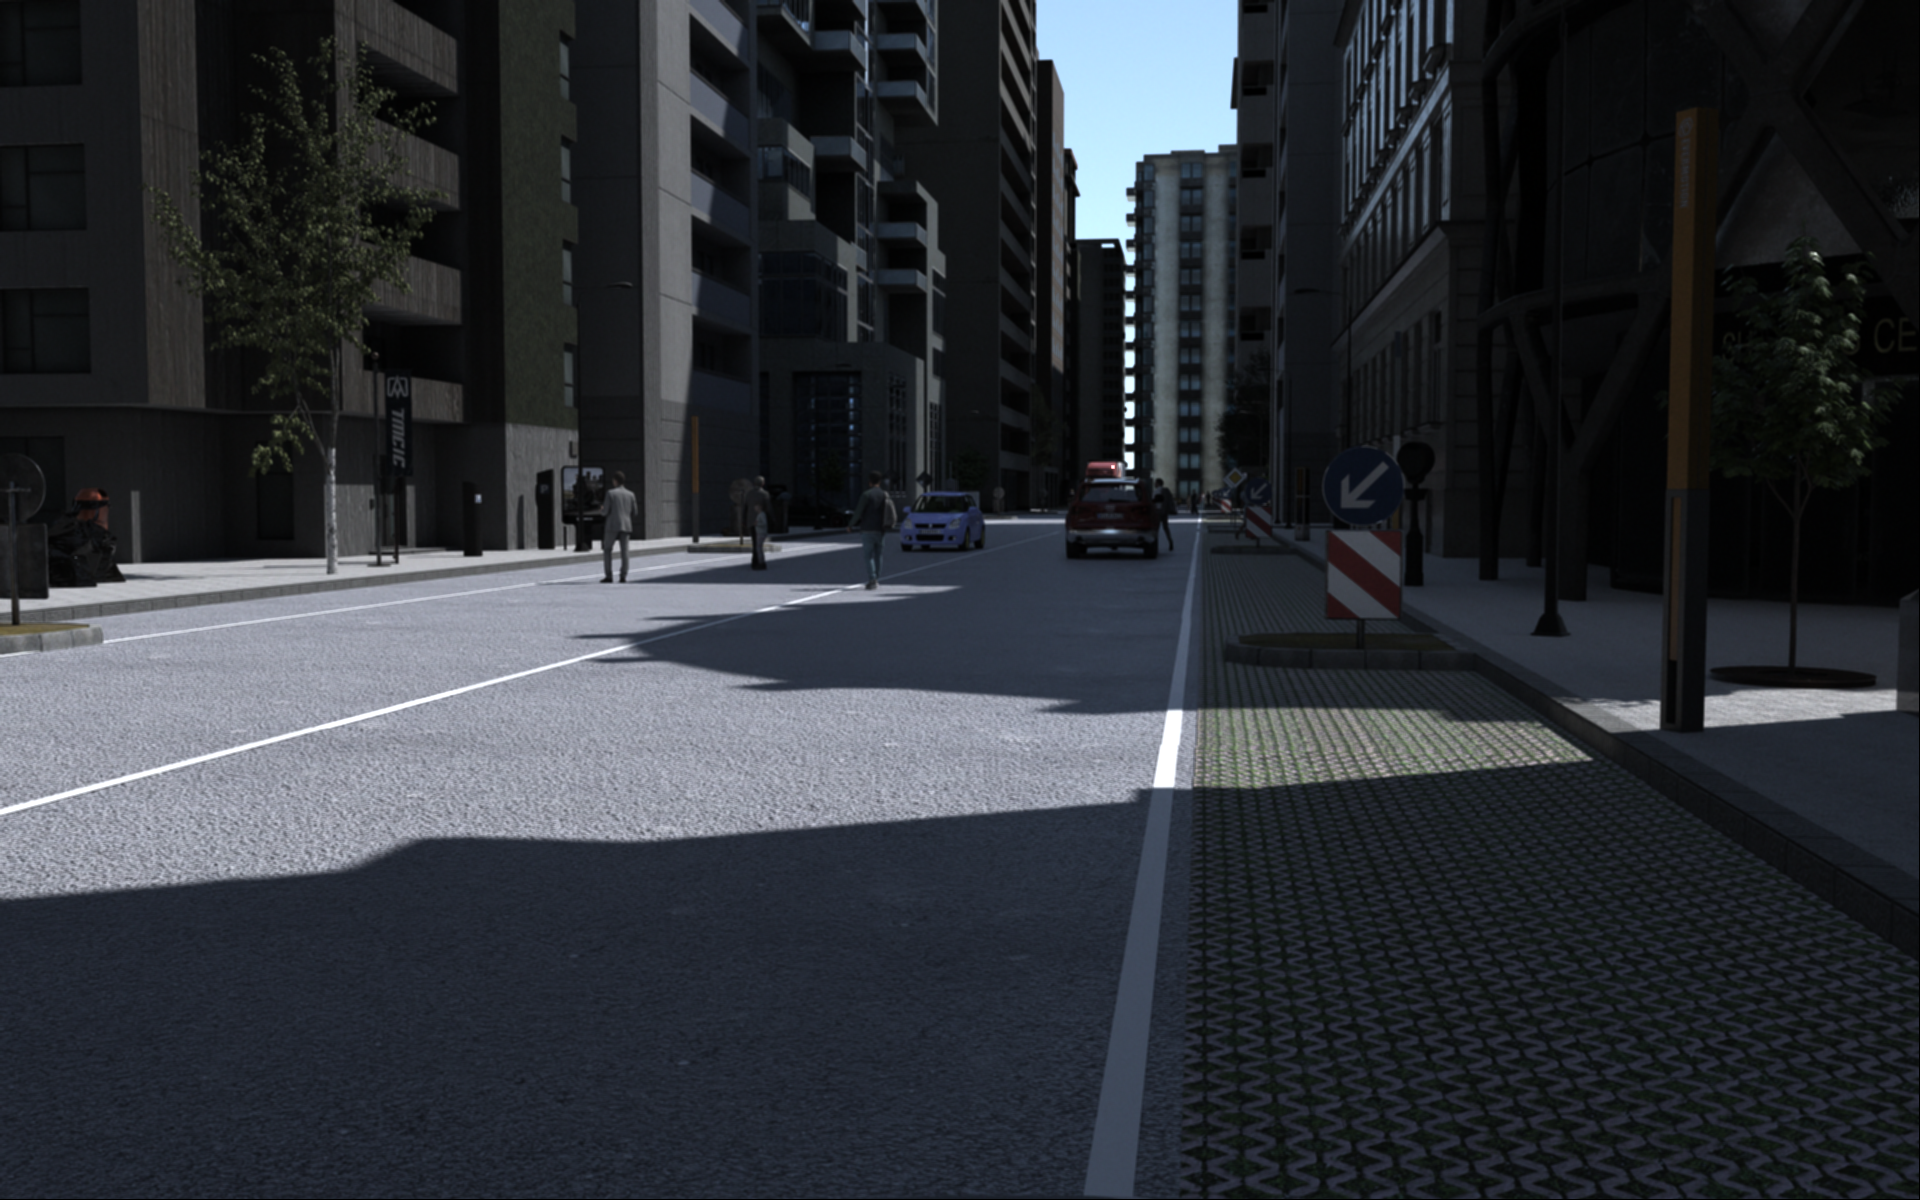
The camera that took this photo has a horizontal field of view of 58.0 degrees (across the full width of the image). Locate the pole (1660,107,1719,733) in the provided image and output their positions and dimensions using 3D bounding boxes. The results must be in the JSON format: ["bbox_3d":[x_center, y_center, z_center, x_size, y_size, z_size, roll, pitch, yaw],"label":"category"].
[{"bbox_3d":[3.915,-0.945,9.296,0.158,3.312,0.155,0,3,0],"label":"pole"}]

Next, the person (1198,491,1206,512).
[{"bbox_3d":[19.794,-8.091,141.625,0.563,1.720,0.643,-1,4,-21],"label":"person"}]

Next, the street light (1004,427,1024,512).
[{"bbox_3d":[3.730,-9.070,120.832,1.470,5.913,1.316,0,4,8],"label":"street light"}]

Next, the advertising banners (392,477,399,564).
[{"bbox_3d":[-10.444,-2.193,32.037,0.090,3.025,2.074,-1,4,-19],"label":"advertising banners"}]

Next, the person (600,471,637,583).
[{"bbox_3d":[-5.582,-1.186,28.097,0.606,1.804,0.583,-3,5,-44],"label":"person"}]

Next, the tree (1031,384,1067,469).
[{"bbox_3d":[4.387,-12.427,137.589,8.767,10.594,7.601,0,4,7],"label":"tree"}]

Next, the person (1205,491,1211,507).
[{"bbox_3d":[27.418,-11.209,192.289,0.750,1.759,0.617,-1,4,-16],"label":"person"}]

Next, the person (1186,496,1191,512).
[{"bbox_3d":[18.452,-7.773,139.852,0.475,1.303,0.640,3,5,42],"label":"person"}]

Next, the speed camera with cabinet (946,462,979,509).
[{"bbox_3d":[0.136,-6.811,105.692,2.038,3.252,0.660,1,4,18],"label":"speed camera with cabinet"}]

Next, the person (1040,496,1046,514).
[{"bbox_3d":[5.838,-6.687,122.110,0.475,1.303,0.640,1,4,19],"label":"person"}]

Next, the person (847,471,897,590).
[{"bbox_3d":[-1.299,-1.061,26.190,0.623,1.781,0.721,-3,5,-44],"label":"person"}]

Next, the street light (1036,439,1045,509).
[{"bbox_3d":[7.020,-10.523,144.594,1.470,5.913,1.316,0,4,8],"label":"street light"}]

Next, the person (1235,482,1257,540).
[{"bbox_3d":[8.982,-2.777,53.994,0.778,1.811,0.616,-2,4,-26],"label":"person"}]

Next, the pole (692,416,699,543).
[{"bbox_3d":[-6.936,-3.152,45.384,0.158,3.312,0.155,0,3,0],"label":"pole"}]

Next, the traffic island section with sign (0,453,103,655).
[{"bbox_3d":[-9.259,-0.465,16.226,1.989,1.847,2.006,0,4,8],"label":"traffic island section with sign"}]

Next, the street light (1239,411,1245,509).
[{"bbox_3d":[16.350,-7.635,97.377,1.470,5.913,1.316,0,4,8],"label":"street light"}]

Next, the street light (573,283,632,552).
[{"bbox_3d":[-7.886,-4.020,38.274,1.470,5.913,1.316,0,4,8],"label":"street light"}]

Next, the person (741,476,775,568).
[{"bbox_3d":[-3.934,-1.535,33.992,0.661,1.777,0.834,1,4,15],"label":"person"}]

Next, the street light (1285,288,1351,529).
[{"bbox_3d":[8.212,-4.069,39.076,1.470,5.913,1.316,0,4,8],"label":"street light"}]

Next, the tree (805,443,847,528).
[{"bbox_3d":[-4.795,-4.331,65.420,1.663,3.219,1.824,0,3,0],"label":"tree"}]

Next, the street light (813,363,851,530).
[{"bbox_3d":[-4.550,-5.454,61.712,1.470,5.913,1.316,0,4,8],"label":"street light"}]

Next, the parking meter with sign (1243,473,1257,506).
[{"bbox_3d":[23.955,-8.905,141.856,1.738,3.016,0.543,-2,4,-35],"label":"parking meter with sign"}]

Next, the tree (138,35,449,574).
[{"bbox_3d":[-10.312,-4.722,27.560,4.737,8.622,4.395,0,3,0],"label":"tree"}]

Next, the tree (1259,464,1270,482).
[{"bbox_3d":[16.881,-6.051,93.528,1.663,3.219,1.824,0,3,0],"label":"tree"}]

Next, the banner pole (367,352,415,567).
[{"bbox_3d":[-10.088,-2.486,30.660,0.863,3.779,0.401,0,4,-1],"label":"banner pole"}]

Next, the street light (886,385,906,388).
[{"bbox_3d":[-2.989,-6.183,73.634,1.470,5.913,1.316,0,4,8],"label":"street light"}]

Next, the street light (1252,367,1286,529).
[{"bbox_3d":[11.555,-5.569,63.592,1.470,5.913,1.316,0,4,8],"label":"street light"}]

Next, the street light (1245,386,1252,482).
[{"bbox_3d":[13.037,-6.201,73.935,1.470,5.913,1.316,0,4,8],"label":"street light"}]

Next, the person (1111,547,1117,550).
[{"bbox_3d":[3.973,-2.206,44.693,0.709,1.813,0.853,-1,4,-23],"label":"person"}]

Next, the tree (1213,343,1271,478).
[{"bbox_3d":[19.028,-10.597,107.667,7.601,10.594,8.767,-2,4,-28],"label":"tree"}]

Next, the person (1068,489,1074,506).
[{"bbox_3d":[8.807,-7.790,136.050,0.728,1.800,0.709,1,4,16],"label":"person"}]

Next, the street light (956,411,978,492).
[{"bbox_3d":[0.332,-7.637,97.402,1.470,5.913,1.316,0,4,8],"label":"street light"}]

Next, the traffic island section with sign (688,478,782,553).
[{"bbox_3d":[-5.507,-2.098,42.930,1.989,1.847,2.006,0,4,8],"label":"traffic island section with sign"}]

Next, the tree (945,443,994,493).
[{"bbox_3d":[0.612,-7.712,109.799,4.285,4.588,4.351,0,3,0],"label":"tree"}]

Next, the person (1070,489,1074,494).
[{"bbox_3d":[9.933,-8.782,151.949,0.709,1.838,0.599,-3,4,-37],"label":"person"}]

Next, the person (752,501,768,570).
[{"bbox_3d":[-3.782,-1.218,32.694,0.394,1.301,0.425,-3,4,-36],"label":"person"}]

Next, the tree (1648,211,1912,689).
[{"bbox_3d":[5.846,-1.056,11.875,1.663,3.219,1.824,0,3,0],"label":"tree"}]

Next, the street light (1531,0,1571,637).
[{"bbox_3d":[4.833,-2.636,15.644,1.470,5.913,1.316,0,4,8],"label":"street light"}]

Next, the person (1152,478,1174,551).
[{"bbox_3d":[5.148,-2.165,43.996,0.679,1.850,0.850,-2,4,-29],"label":"person"}]

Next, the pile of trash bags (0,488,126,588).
[{"bbox_3d":[-13.032,-0.932,24.999,1.912,1.369,3.447,-1,4,-8],"label":"pile of trash bags"}]

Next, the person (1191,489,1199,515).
[{"bbox_3d":[15.927,-6.654,117.706,0.534,1.772,0.576,-3,5,-44],"label":"person"}]
